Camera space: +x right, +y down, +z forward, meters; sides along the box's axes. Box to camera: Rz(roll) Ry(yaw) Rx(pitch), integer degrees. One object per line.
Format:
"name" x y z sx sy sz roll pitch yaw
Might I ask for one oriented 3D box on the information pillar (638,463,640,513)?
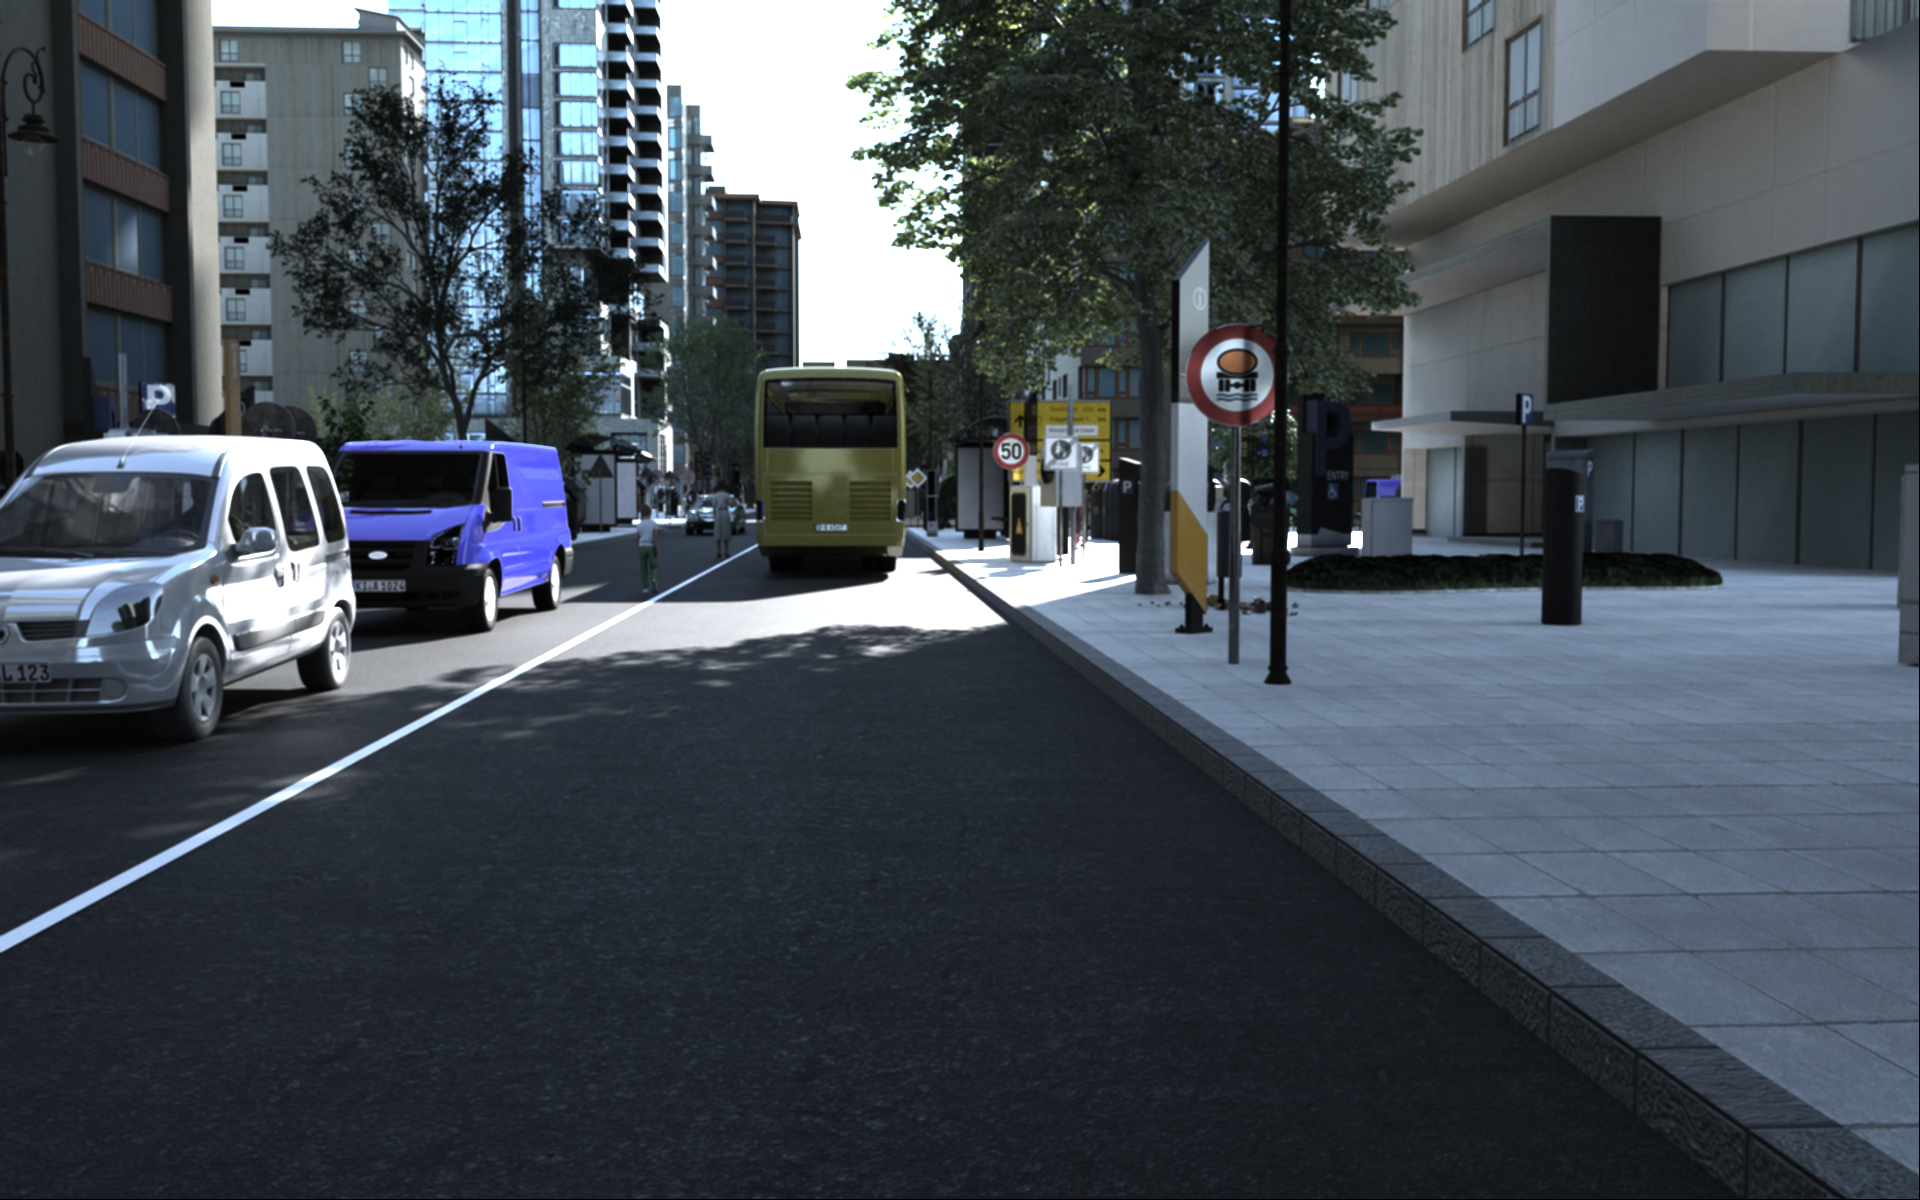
"information pillar" -22.142 -7.817 119.161 0.183 3.616 0.504 -1 4 -13

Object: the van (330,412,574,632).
"van" -5.873 -0.941 19.770 2.240 2.365 5.245 0 4 -2

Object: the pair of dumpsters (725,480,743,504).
"pair of dumpsters" -16.133 -7.292 121.711 1.574 2.255 4.437 0 4 -3

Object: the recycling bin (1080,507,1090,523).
"recycling bin" 5.515 -3.995 77.878 0.722 1.027 0.722 -1 4 -21

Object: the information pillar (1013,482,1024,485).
"information pillar" 1.528 -2.440 44.380 0.304 2.012 0.304 2 4 35

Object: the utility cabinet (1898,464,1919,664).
"utility cabinet" 7.455 -0.234 12.507 0.318 1.500 1.173 -2 4 -29

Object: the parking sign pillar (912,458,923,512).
"parking sign pillar" -3.151 -8.395 125.734 1.447 3.967 1.447 -1 4 -14

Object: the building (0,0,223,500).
"building" -33.497 -23.746 42.872 28.867 44.769 22.147 0 4 -3

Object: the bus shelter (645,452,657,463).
"bus shelter" -14.533 -4.996 75.613 2.014 3.302 5.546 0 4 -3

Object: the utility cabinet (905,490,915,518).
"utility cabinet" -2.947 -5.147 92.837 1.173 1.500 0.318 -3 5 -42

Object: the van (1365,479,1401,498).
"van" 19.370 -4.089 71.246 5.245 2.365 2.240 0 4 -4

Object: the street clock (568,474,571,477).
"street clock" -14.080 -3.570 62.936 0.358 2.002 0.471 0 4 0

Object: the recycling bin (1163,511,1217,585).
"recycling bin" 3.282 -0.755 24.901 0.722 1.027 0.722 1 4 18

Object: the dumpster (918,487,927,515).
"dumpster" -1.955 -6.121 105.832 1.264 1.857 1.865 0 4 -3

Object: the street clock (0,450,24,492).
"street clock" -15.655 -1.463 28.491 0.358 2.002 0.471 1 4 19

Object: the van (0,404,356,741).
"van" -5.296 -0.264 11.326 2.013 2.044 4.112 0 4 -3

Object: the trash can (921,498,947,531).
"trash can" -0.958 -2.923 59.444 0.748 1.137 0.748 0 3 0

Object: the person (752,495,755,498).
"person" -27.551 -13.413 227.880 0.705 1.814 1.350 3 4 37

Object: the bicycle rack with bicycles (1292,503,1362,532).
"bicycle rack with bicycles" 12.774 -2.851 59.996 2.852 0.926 2.925 0 4 -6

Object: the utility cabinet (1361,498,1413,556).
"utility cabinet" 7.802 -1.254 31.672 1.020 1.237 0.306 -2 4 -30

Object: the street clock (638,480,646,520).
"street clock" -14.837 -4.672 80.961 0.471 2.002 0.358 -1 4 -14

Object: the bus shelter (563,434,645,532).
"bus shelter" -12.529 -4.100 60.952 2.014 3.302 5.546 0 4 -4

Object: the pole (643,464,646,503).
"pole" -21.582 -7.625 118.518 0.158 3.312 0.155 0 3 0

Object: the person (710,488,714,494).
"person" -10.392 -3.862 72.646 0.512 1.701 0.522 2 4 23

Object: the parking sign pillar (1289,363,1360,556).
"parking sign pillar" 7.611 -2.911 36.062 1.447 3.967 1.447 -3 4 -38

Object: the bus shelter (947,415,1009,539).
"bus shelter" 0.800 -3.269 47.378 2.014 3.302 5.546 0 4 -3

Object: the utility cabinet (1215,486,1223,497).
"utility cabinet" 6.339 -2.250 45.471 1.173 1.500 0.318 -2 4 -25

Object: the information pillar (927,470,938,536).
"information pillar" -0.837 -2.942 52.587 0.304 2.012 0.304 1 4 11

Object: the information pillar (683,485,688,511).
"information pillar" -21.139 -7.870 133.171 0.304 2.012 0.304 -2 4 -31

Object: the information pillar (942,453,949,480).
"information pillar" -0.828 -6.565 98.691 0.183 3.616 0.504 -3 5 -39

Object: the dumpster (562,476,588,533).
"dumpster" -13.009 -3.133 56.985 1.264 1.857 1.865 0 4 -4

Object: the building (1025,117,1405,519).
"building" 19.437 -15.493 98.347 28.899 21.520 27.650 0 4 -3

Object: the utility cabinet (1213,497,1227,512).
"utility cabinet" 4.731 -1.406 34.148 1.020 1.237 0.306 -1 4 -20

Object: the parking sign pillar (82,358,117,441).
"parking sign pillar" -17.332 -2.843 34.963 1.447 3.967 1.447 -1 4 -19

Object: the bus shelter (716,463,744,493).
"bus shelter" -17.703 -8.711 133.709 1.731 3.624 6.357 0 4 -3

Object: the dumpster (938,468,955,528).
"dumpster" -0.079 -3.839 65.259 1.502 2.255 1.985 0 4 -4

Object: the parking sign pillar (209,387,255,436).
"parking sign pillar" -17.971 -3.320 42.756 1.447 3.967 1.447 1 4 15

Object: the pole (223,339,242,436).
"pole" -9.595 -1.778 22.906 0.158 3.312 0.155 0 3 0

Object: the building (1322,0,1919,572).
"building" 25.103 -27.520 39.184 28.713 52.752 27.495 0 4 -3

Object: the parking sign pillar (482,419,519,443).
"parking sign pillar" -16.330 -4.472 61.592 1.447 3.967 1.447 1 4 17

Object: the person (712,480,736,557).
"person" -5.360 -1.855 39.391 0.480 1.755 0.524 1 4 8

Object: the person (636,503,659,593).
"person" -4.489 -0.745 24.930 0.306 1.304 0.590 -1 4 -20

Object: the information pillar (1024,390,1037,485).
"information pillar" 1.508 -2.784 36.870 0.183 3.616 0.504 2 4 29

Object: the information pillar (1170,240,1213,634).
"information pillar" 2.115 -1.501 15.895 0.183 3.616 0.504 3 5 42

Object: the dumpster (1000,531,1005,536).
"dumpster" 0.880 -2.818 51.826 1.264 1.857 1.865 0 4 -3
